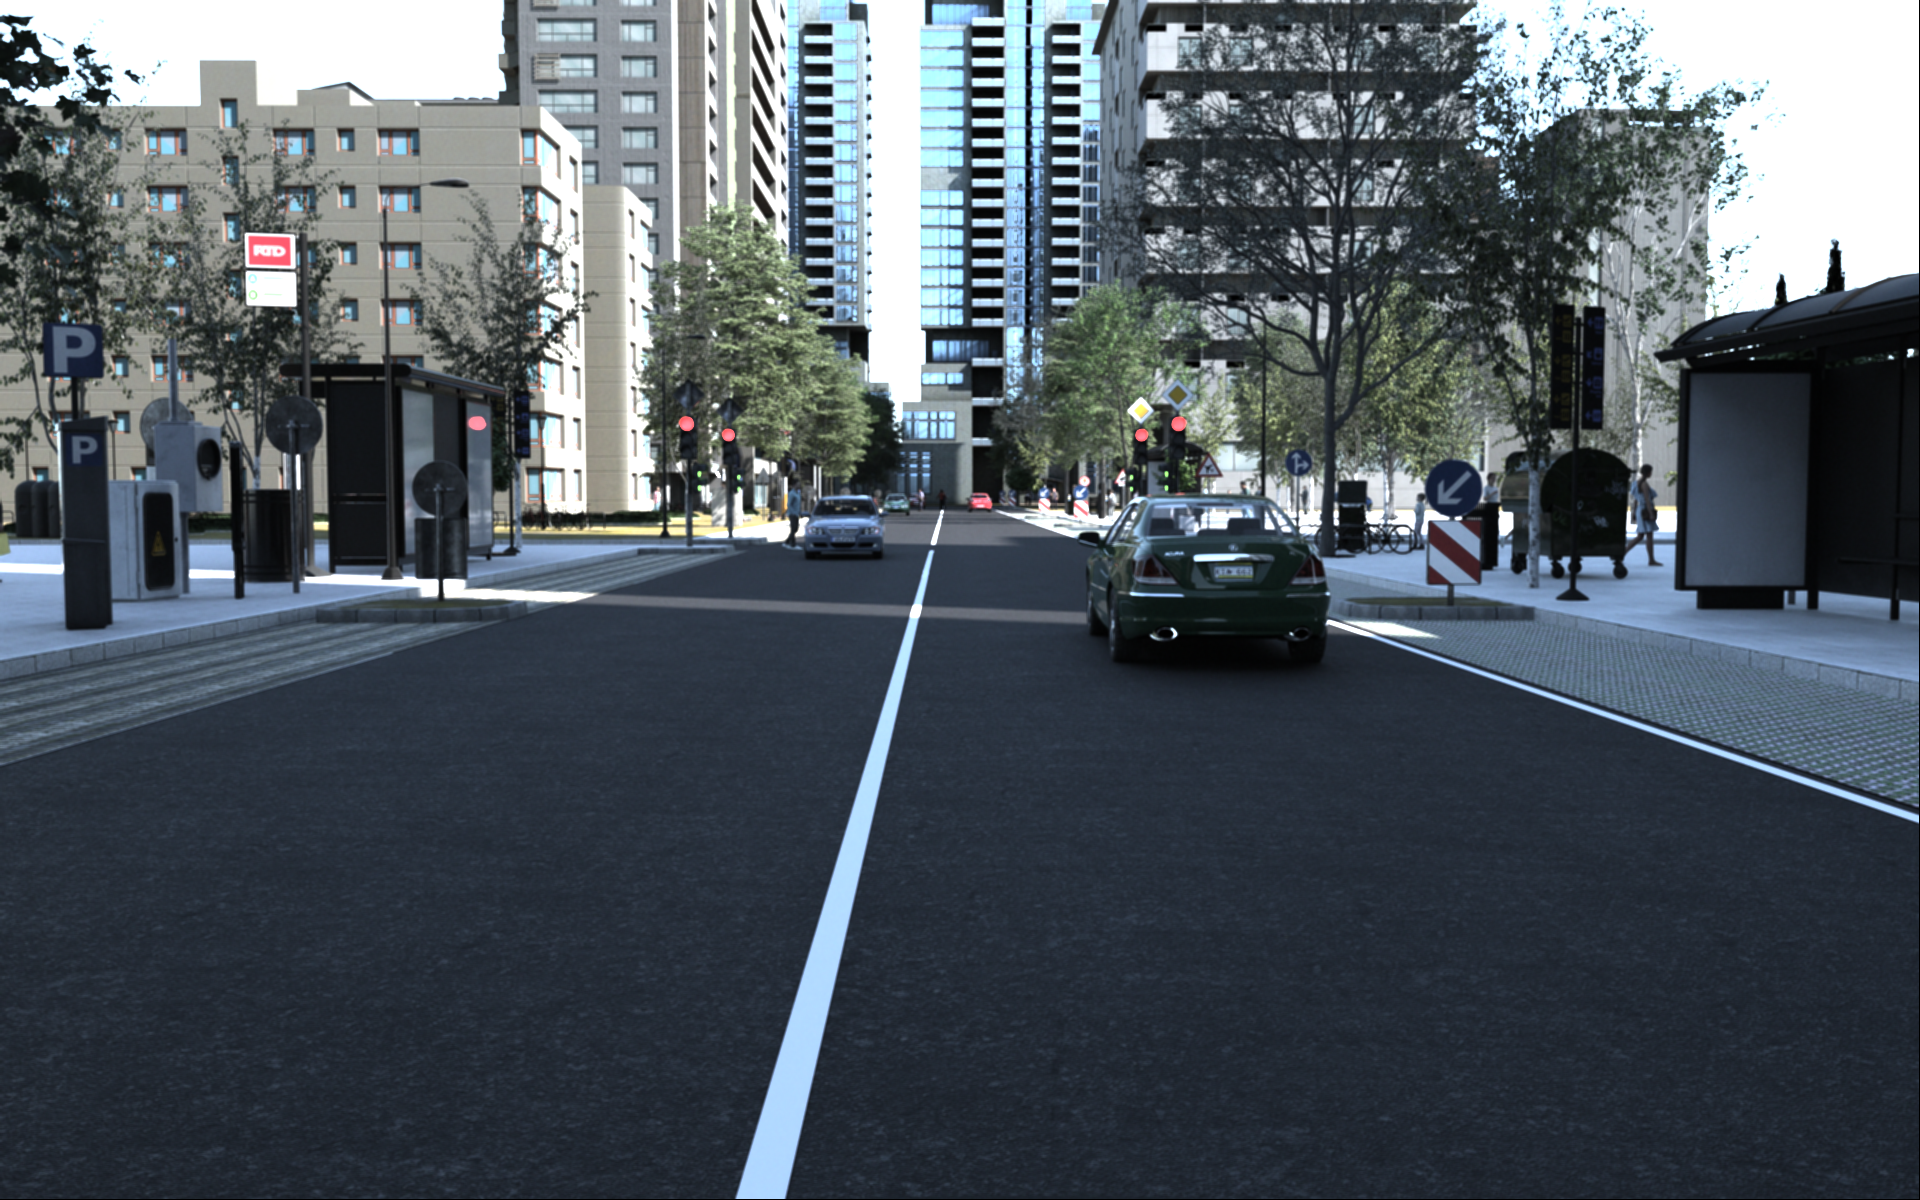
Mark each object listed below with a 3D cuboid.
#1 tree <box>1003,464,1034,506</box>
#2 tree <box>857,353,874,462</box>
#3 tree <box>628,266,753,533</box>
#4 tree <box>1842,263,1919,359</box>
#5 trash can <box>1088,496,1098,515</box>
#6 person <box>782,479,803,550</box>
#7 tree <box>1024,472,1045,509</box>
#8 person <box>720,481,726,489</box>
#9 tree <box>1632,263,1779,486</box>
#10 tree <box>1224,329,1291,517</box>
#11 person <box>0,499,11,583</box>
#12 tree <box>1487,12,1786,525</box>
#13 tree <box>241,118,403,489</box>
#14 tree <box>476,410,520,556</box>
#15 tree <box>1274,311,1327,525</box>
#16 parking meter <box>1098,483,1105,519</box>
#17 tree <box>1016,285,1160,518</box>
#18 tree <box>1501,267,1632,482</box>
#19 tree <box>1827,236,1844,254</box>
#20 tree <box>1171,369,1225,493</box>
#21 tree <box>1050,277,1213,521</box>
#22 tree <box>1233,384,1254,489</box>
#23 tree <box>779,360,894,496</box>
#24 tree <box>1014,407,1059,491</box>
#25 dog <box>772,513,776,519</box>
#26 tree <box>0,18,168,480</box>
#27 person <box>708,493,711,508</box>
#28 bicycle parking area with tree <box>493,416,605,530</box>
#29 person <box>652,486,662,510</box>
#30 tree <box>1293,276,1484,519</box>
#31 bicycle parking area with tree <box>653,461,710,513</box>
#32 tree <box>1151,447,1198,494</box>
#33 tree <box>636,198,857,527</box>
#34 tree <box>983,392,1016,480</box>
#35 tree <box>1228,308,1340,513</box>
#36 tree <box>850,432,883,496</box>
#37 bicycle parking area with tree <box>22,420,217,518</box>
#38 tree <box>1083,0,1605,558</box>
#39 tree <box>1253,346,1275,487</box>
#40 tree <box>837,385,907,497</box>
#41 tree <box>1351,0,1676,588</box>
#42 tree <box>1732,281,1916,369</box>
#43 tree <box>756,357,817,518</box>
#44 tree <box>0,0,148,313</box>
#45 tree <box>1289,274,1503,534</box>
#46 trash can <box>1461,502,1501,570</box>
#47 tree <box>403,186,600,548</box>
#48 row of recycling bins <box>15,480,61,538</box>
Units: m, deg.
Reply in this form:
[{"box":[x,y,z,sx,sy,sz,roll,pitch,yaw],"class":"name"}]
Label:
[{"box":[6.329,-12.318,185.105,4.285,4.588,4.351,0,3,0],"class":"tree"},{"box":[-9.836,-12.571,123.666,7.486,12.596,7.792,0,3,0],"class":"tree"},{"box":[-8.945,-6.501,56.650,4.360,8.622,3.978,0,3,0],"class":"tree"},{"box":[30.069,-6.478,56.285,4.360,8.622,3.978,0,3,0],"class":"tree"},{"box":[8.131,-5.724,105.243,0.748,1.137,0.748,0,3,0],"class":"trash can"},{"box":[-4.336,-2.220,44.823,0.620,1.820,0.660,1,4,11],"class":"person"},{"box":[6.624,-9.418,148.586,1.663,3.219,1.824,0,3,0],"class":"tree"},{"box":[-9.607,-3.950,70.654,0.581,1.822,0.654,1,4,19],"class":"person"},{"box":[24.083,-6.437,55.602,4.737,8.622,4.395,0,3,0],"class":"tree"},{"box":[14.109,-7.651,75.464,4.737,8.622,4.395,0,3,0],"class":"tree"},{"box":[-14.243,-1.121,24.595,1.509,1.804,0.699,1,4,21],"class":"person"},{"box":[26.611,-13.154,70.960,12.611,20.169,13.585,0,3,0],"class":"tree"},{"box":[-13.901,-5.085,33.501,4.360,8.622,3.978,0,3,0],"class":"tree"},{"box":[-9.731,-2.540,36.127,1.663,3.219,1.824,0,3,0],"class":"tree"},{"box":[13.929,-6.830,62.036,4.360,8.622,3.978,0,3,0],"class":"tree"},{"box":[7.236,-5.065,88.517,0.255,1.863,0.399,-2,4,-24],"class":"parking meter"},{"box":[7.450,-10.782,94.417,7.486,12.596,7.792,0,3,0],"class":"tree"},{"box":[18.977,-6.509,56.790,4.737,8.622,4.395,0,3,0],"class":"tree"},{"box":[50.962,-11.329,87.053,18.604,14.587,13.155,-2,4,-29],"class":"tree"},{"box":[14.605,-9.228,101.238,4.737,8.622,4.395,0,3,0],"class":"tree"},{"box":[8.062,-9.540,81.739,9.928,11.665,9.643,0,3,0],"class":"tree"},{"box":[14.987,-8.029,81.639,4.360,8.622,3.978,0,3,0],"class":"tree"},{"box":[-10.250,-12.799,135.011,9.928,11.665,9.643,0,3,0],"class":"tree"},{"box":[6.703,-11.707,141.764,4.737,8.622,4.395,0,3,0],"class":"tree"},{"box":[-9.610,-4.309,88.193,0.550,0.427,0.748,0,4,5],"class":"dog"},{"box":[-14.091,-4.714,27.430,4.360,8.622,3.978,0,3,0],"class":"tree"},{"box":[-15.828,-6.288,110.660,0.589,1.601,0.330,-2,4,-33],"class":"person"},{"box":[-17.382,-4.609,62.355,8.231,4.147,9.016,-2,4,-27],"class":"bicycle parking area with tree"},{"box":[-17.071,-5.534,97.362,0.643,1.720,0.563,1,4,19],"class":"person"},{"box":[22.490,-10.600,90.318,9.611,12.733,9.660,0,3,0],"class":"tree"},{"box":[-19.080,-8.050,118.616,9.016,4.147,8.231,1,4,17],"class":"bicycle parking area with tree"},{"box":[7.573,-4.090,61.467,1.663,3.219,1.824,0,3,0],"class":"tree"},{"box":[-8.517,-9.113,67.117,7.486,12.596,7.792,0,3,0],"class":"tree"},{"box":[6.143,-16.839,193.448,7.486,12.596,7.792,0,3,0],"class":"tree"},{"box":[22.557,-12.890,117.399,9.857,13.997,8.962,0,3,0],"class":"tree"},{"box":[-10.162,-14.796,192.277,4.360,8.622,3.978,0,3,0],"class":"tree"},{"box":[-35.085,-4.992,68.614,8.231,4.147,9.016,3,5,40],"class":"bicycle parking area with tree"},{"box":[7.614,-7.618,34.930,12.009,13.543,11.850,0,3,0],"class":"tree"},{"box":[14.575,-7.350,70.541,4.360,8.622,3.978,0,3,0],"class":"tree"},{"box":[-10.627,-18.060,201.935,9.857,13.997,8.962,0,3,0],"class":"tree"},{"box":[7.606,-4.469,23.437,4.360,8.622,3.978,0,3,0],"class":"tree"},{"box":[13.208,-2.641,26.894,4.285,4.588,4.351,0,3,0],"class":"tree"},{"box":[-9.413,-8.622,91.331,4.360,8.622,3.978,0,3,0],"class":"tree"},{"box":[-9.260,-5.621,8.905,9.611,12.733,9.660,0,3,0],"class":"tree"},{"box":[13.822,-6.415,55.242,4.737,8.622,4.395,0,3,0],"class":"tree"},{"box":[8.807,-1.082,29.345,0.748,1.137,0.748,0,3,0],"class":"trash can"},{"box":[-10.705,-5.530,40.782,4.360,8.622,3.978,0,3,0],"class":"tree"},{"box":[-26.560,-2.687,51.052,3.534,1.692,1.069,2,4,29],"class":"row of recycling bins"}]
